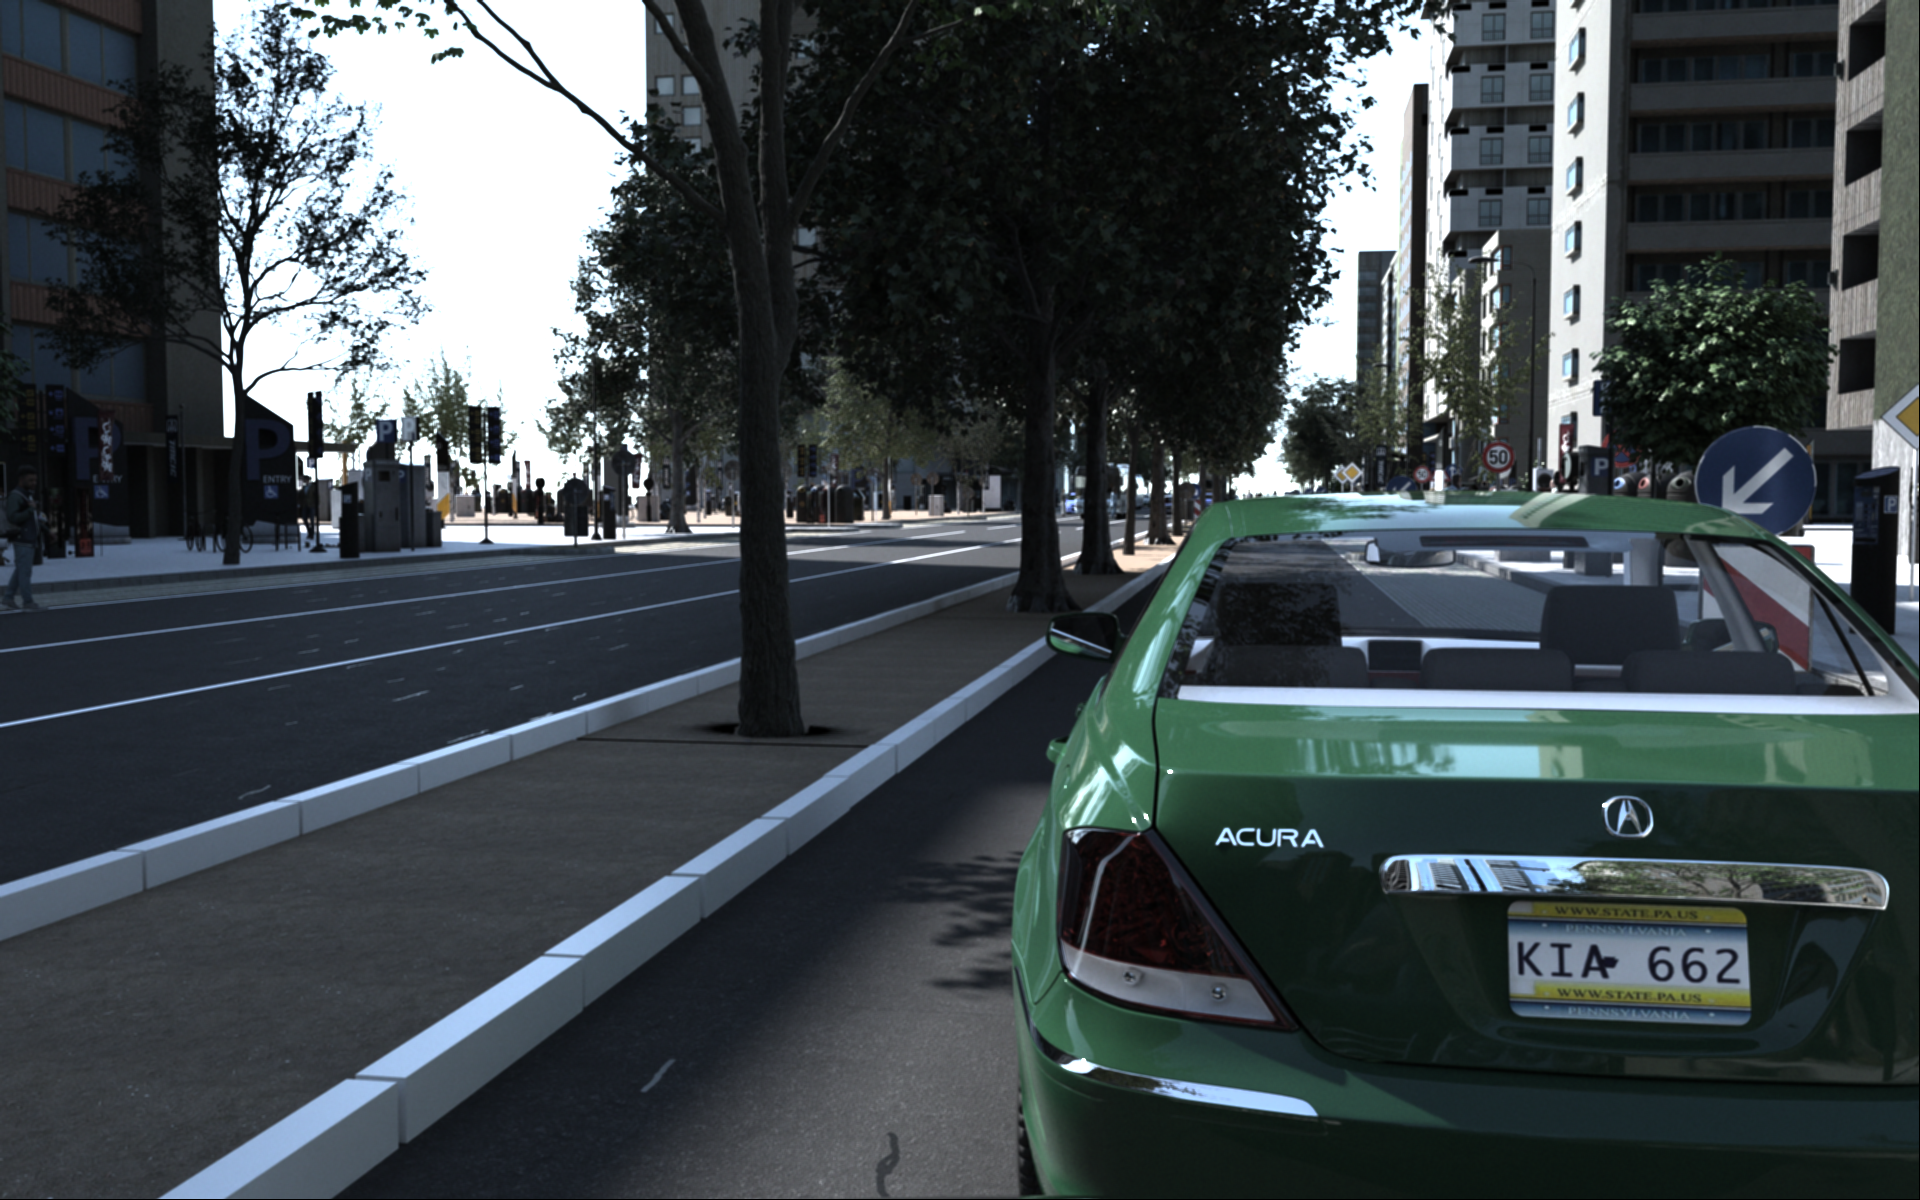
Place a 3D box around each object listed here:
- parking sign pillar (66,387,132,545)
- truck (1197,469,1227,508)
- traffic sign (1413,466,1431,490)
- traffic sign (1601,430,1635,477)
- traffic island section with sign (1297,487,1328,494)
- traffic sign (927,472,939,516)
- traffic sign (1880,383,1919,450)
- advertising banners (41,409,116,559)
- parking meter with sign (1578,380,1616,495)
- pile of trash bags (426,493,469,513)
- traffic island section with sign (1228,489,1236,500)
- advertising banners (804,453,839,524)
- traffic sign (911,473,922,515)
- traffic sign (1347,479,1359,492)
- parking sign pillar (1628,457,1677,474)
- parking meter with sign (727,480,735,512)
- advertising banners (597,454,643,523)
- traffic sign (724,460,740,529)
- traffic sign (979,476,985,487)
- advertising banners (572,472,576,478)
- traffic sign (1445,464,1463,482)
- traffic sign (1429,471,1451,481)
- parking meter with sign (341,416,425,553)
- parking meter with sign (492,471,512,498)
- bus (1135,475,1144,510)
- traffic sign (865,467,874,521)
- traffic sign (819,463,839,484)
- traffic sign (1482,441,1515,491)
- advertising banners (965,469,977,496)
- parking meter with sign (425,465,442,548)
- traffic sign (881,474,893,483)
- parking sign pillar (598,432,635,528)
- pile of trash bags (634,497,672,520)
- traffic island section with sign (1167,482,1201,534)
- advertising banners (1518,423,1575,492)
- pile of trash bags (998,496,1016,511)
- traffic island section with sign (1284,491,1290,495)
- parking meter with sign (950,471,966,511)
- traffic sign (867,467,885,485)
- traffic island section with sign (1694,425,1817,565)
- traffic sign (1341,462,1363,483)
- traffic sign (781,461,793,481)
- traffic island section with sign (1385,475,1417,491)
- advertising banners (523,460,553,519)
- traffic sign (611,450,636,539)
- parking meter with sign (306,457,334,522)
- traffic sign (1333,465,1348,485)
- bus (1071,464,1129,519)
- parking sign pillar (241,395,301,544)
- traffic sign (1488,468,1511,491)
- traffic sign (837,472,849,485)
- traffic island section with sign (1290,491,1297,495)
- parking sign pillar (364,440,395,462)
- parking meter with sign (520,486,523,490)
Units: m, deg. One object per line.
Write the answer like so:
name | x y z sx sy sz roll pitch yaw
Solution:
parking sign pillar | -21.980 -3.406 44.160 1.447 3.967 1.447 -3 5 -42
truck | 26.668 -11.826 182.270 2.839 4.237 11.283 1 4 11
traffic sign | 20.842 -4.774 78.155 0.768 2.556 0.104 1 4 13
traffic sign | 12.885 -2.061 33.798 0.768 2.556 0.104 1 4 12
traffic island section with sign | 19.107 -5.112 92.201 1.989 1.847 2.006 1 4 10
traffic sign | -1.575 -6.078 99.478 0.768 2.556 0.104 1 4 19
traffic sign | 11.365 -1.274 20.564 0.795 2.593 0.064 1 4 17
advertising banners | -17.825 -2.382 35.132 0.090 3.025 2.074 1 4 14
parking meter with sign | 10.082 -1.903 27.376 0.543 3.016 1.738 0 4 8
pile of trash bags | -34.002 -6.375 113.987 1.912 1.369 3.447 2 4 24
traffic island section with sign | 22.682 -8.345 144.578 2.006 1.907 1.989 1 4 10
advertising banners | -5.995 -4.831 75.175 2.074 3.025 0.090 3 5 40
traffic sign | -2.634 -6.371 104.270 0.768 2.556 0.104 1 4 19
traffic sign | 24.761 -6.674 109.229 0.768 2.556 0.104 1 4 20
parking sign pillar | 19.530 -3.691 48.823 1.447 3.967 1.447 -1 4 -14
parking meter with sign | -14.401 -6.903 109.126 0.543 3.016 1.738 -1 4 -10
advertising banners | -14.701 -4.815 74.912 2.074 3.025 0.090 0 4 8
traffic sign | -8.450 -3.936 64.457 0.768 2.556 0.104 1 4 16
traffic sign | 1.674 -7.463 122.125 0.768 2.556 0.104 1 4 15
advertising banners | -30.511 -8.740 139.084 0.090 3.025 2.074 2 4 25
traffic sign | 20.778 -4.454 72.934 0.768 2.556 0.104 1 4 14
traffic sign | 19.547 -4.316 70.577 0.884 2.594 0.081 1 4 18
parking meter with sign | -12.835 -2.574 38.340 0.543 3.016 1.738 3 4 36
parking meter with sign | -35.216 -8.281 131.662 1.738 3.016 0.543 -2 4 -30
bus | 15.579 -10.235 162.203 2.948 3.499 13.247 1 4 9
traffic sign | -4.166 -5.044 82.579 0.768 2.556 0.104 1 4 18
traffic sign | -4.960 -3.862 65.335 0.795 2.593 0.064 1 4 10
traffic sign | 12.982 -2.552 41.829 0.768 2.556 0.104 1 4 14
advertising banners | 0.774 -7.793 123.602 0.090 3.025 2.074 2 4 24
parking meter with sign | -13.068 -2.751 41.233 0.543 3.016 1.738 1 4 21
traffic sign | -4.158 -5.957 97.495 0.768 2.556 0.104 1 4 16
parking sign pillar | -13.189 -4.763 66.341 1.447 3.967 1.447 -3 4 -38
pile of trash bags | -15.585 -4.647 85.734 3.447 1.369 1.912 1 4 20
traffic island section with sign | 8.226 -3.374 63.303 2.006 1.907 1.989 1 4 10
advertising banners | 14.748 -2.908 43.734 0.090 3.025 2.074 -1 4 -23
pile of trash bags | 3.172 -7.506 132.469 1.912 1.369 3.447 1 4 13
traffic island section with sign | 32.650 -9.771 168.387 1.989 1.847 2.006 1 4 10
parking meter with sign | 0.103 -8.294 131.873 1.738 3.016 0.543 0 4 -1
traffic sign | -3.561 -4.343 73.197 0.795 2.593 0.064 1 4 10
traffic island section with sign | 4.623 -0.133 10.799 1.989 1.847 2.006 1 4 10
traffic sign | 14.034 -3.655 61.948 0.795 2.593 0.064 1 4 10
traffic sign | -6.748 -4.026 65.935 0.768 2.556 0.104 1 4 15
traffic island section with sign | 9.343 -1.756 37.339 1.989 1.847 2.006 1 4 10
advertising banners | -21.688 -5.681 89.078 0.090 3.025 2.074 2 4 31
traffic sign | -9.636 -3.027 49.605 0.768 2.556 0.104 1 4 13
parking meter with sign | -29.500 -5.151 80.482 1.738 3.016 0.543 2 4 25
traffic sign | 15.432 -4.136 69.810 0.795 2.593 0.064 1 4 10
bus | 8.690 -6.641 103.432 2.948 3.499 13.247 1 4 9
parking sign pillar | -18.012 -3.467 45.156 1.447 3.967 1.447 -2 4 -29
traffic sign | 18.643 -3.655 59.868 0.768 2.556 0.104 1 4 18
traffic sign | -5.472 -4.801 80.621 0.606 2.300 0.079 1 4 16
traffic island section with sign | 23.884 -6.753 119.031 1.989 1.847 2.006 1 4 10
parking sign pillar | -22.366 -4.790 66.784 1.447 3.967 1.447 1 4 22
parking meter with sign | -39.085 -9.614 153.454 1.738 3.016 0.543 -3 5 -40
